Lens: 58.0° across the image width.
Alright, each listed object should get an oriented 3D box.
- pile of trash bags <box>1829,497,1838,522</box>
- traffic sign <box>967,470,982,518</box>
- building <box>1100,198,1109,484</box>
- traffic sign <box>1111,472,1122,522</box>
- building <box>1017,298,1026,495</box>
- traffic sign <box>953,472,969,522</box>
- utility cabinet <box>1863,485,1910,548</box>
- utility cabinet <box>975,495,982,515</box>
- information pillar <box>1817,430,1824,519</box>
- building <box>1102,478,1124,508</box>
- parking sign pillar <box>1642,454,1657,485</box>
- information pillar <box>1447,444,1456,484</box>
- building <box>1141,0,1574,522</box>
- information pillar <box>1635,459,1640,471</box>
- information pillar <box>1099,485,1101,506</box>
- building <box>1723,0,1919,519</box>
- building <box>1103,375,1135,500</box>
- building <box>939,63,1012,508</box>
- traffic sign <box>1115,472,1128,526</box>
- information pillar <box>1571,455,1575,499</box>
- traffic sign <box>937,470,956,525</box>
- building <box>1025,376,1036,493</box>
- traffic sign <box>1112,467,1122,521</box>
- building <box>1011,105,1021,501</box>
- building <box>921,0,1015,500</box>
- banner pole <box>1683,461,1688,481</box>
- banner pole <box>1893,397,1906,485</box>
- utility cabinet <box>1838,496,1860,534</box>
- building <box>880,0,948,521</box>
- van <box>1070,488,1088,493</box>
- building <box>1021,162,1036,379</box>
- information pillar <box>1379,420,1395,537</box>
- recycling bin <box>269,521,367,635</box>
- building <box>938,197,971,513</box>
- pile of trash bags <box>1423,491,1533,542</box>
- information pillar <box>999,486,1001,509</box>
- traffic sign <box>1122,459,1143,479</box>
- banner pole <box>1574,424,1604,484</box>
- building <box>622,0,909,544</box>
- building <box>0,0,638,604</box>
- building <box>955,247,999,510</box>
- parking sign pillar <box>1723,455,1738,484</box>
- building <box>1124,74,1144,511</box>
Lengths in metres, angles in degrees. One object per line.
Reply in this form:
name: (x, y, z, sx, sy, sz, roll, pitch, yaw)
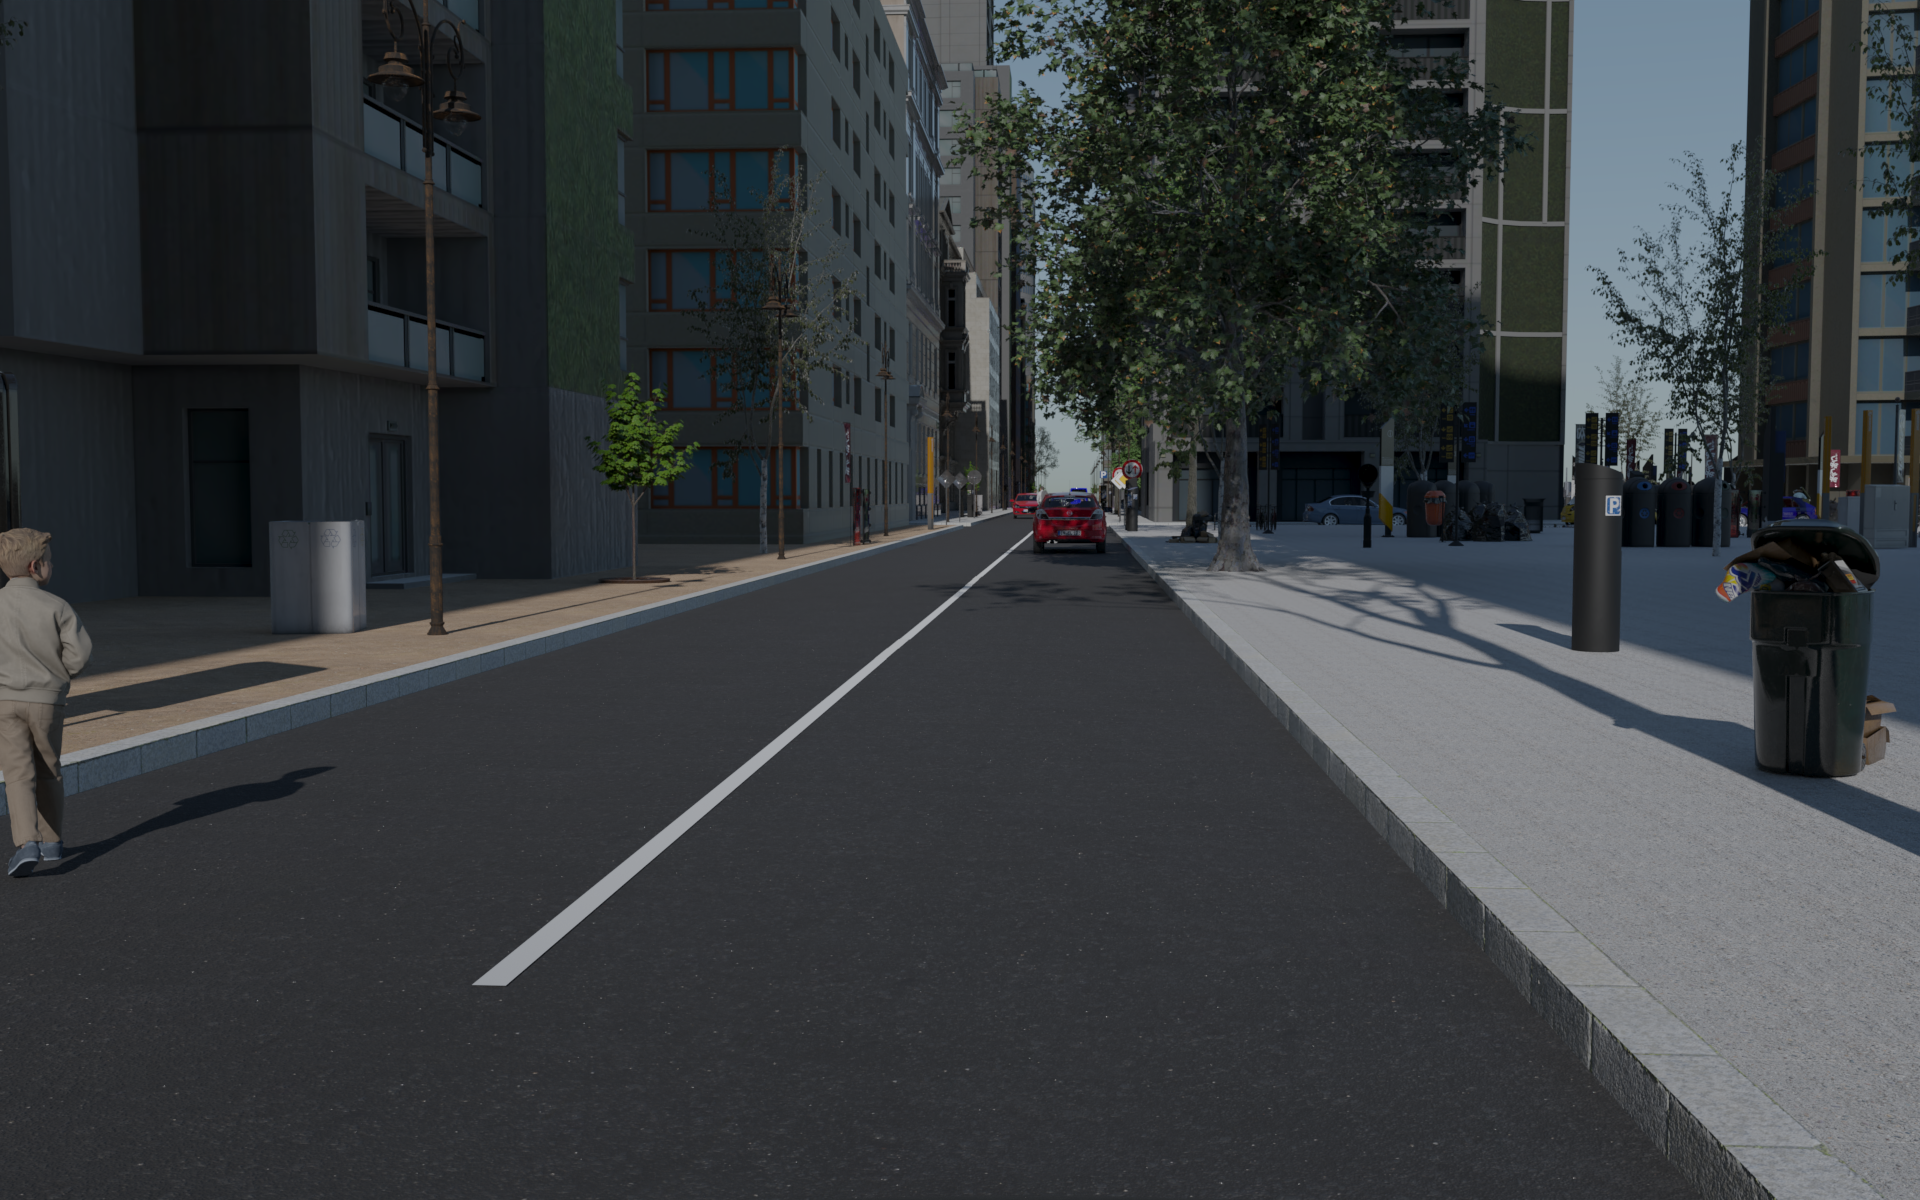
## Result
pile of trash bags: (33.076, -3.260, 63.048, 1.912, 1.369, 3.447, -1, 4, -23)
traffic sign: (0.753, -5.584, 91.411, 0.768, 2.556, 0.104, 1, 4, 9)
building: (37.859, -43.290, 297.033, 28.713, 52.752, 27.495, 0, 4, 4)
traffic sign: (7.218, -4.566, 78.299, 0.795, 2.450, 0.064, 0, 4, 4)
building: (2.119, -29.026, 246.270, 14.160, 30.474, 14.107, 0, 4, 4)
traffic sign: (-0.008, -4.597, 78.810, 0.795, 2.450, 0.064, 0, 4, 4)
utility cabinet: (21.713, -1.950, 40.564, 1.173, 1.500, 0.318, -2, 4, -25)
utility cabinet: (1.017, -5.824, 106.390, 0.306, 1.237, 1.020, -2, 4, -26)
information pillar: (29.658, -4.171, 59.551, 0.504, 3.616, 0.183, -3, 4, -36)
building: (31.957, -30.473, 190.108, 32.217, 40.220, 23.993, 0, 4, 4)
parking sign pillar: (46.773, -7.893, 117.518, 1.447, 3.967, 1.447, 0, 4, -4)
information pillar: (21.938, -5.241, 77.042, 0.504, 3.616, 0.183, 0, 4, -2)
building: (19.836, -39.629, 86.189, 20.611, 71.187, 20.563, 0, 4, 4)
information pillar: (45.339, -7.635, 116.187, 0.504, 3.616, 0.183, 2, 4, 28)
information pillar: (11.770, -8.566, 144.551, 0.304, 2.012, 0.304, -1, 4, -12)
building: (54.237, -26.408, 86.397, 28.867, 44.769, 22.147, 0, 4, 4)
building: (27.525, -34.526, 248.090, 14.154, 41.232, 14.086, 0, 4, 4)
building: (-2.498, -29.190, 160.857, 14.154, 41.232, 14.086, 0, 4, 4)
traffic sign: (6.674, -4.079, 70.332, 0.795, 2.450, 0.064, 0, 4, 4)
information pillar: (36.972, -6.891, 104.014, 0.504, 3.616, 0.183, 2, 4, 32)
traffic sign: (-0.552, -4.110, 70.844, 0.795, 2.450, 0.064, 0, 4, 4)
building: (-2.459, -25.892, 268.367, 27.650, 21.520, 28.899, 0, 4, 4)
traffic sign: (7.546, -4.985, 81.617, 0.768, 2.556, 0.104, 1, 4, 13)
building: (-0.304, -33.349, 195.371, 14.600, 45.320, 14.200, 0, 4, 4)
building: (-4.745, -45.212, 177.470, 20.563, 71.187, 20.611, 0, 4, 4)
banner pole: (47.898, -7.608, 114.403, 0.401, 3.779, 0.863, 3, 5, 41)
banner pole: (24.329, -3.357, 44.899, 0.863, 3.779, 0.401, -3, 5, -44)
utility cabinet: (24.301, -2.198, 47.097, 1.020, 1.237, 0.306, -2, 4, -29)
building: (-7.983, -18.586, 89.780, 13.634, 28.700, 20.117, 0, 4, 4)
van: (11.810, -10.300, 172.793, 2.240, 2.365, 5.245, 0, 4, 3)
building: (2.022, -46.126, 296.152, 21.231, 58.520, 28.212, 0, 4, 4)
information pillar: (12.633, -3.664, 51.269, 0.504, 3.616, 0.183, -2, 4, -27)
recycling bin: (-5.988, -0.222, 16.177, 0.722, 1.027, 0.722, -1, 4, -8)
building: (-6.594, -18.236, 117.241, 14.460, 24.649, 34.723, 0, 4, 4)
pile of trash bags: (13.847, -2.279, 47.021, 3.447, 1.369, 1.912, -2, 4, -35)
information pillar: (3.385, -9.051, 152.482, 0.304, 2.012, 0.304, 3, 5, 44)
traffic sign: (6.307, -3.880, 63.536, 0.768, 2.556, 0.104, 0, 4, 4)
banner pole: (19.668, -3.939, 54.414, 0.863, 3.779, 0.401, -1, 4, -11)
building: (-17.464, -13.037, 58.194, 28.899, 21.520, 27.650, 0, 4, 4)
building: (-13.266, -20.796, 23.613, 14.154, 41.232, 14.086, 0, 4, 4)
building: (-2.349, -17.623, 142.888, 10.420, 20.320, 16.860, 0, 4, 4)
parking sign pillar: (48.038, -7.270, 107.338, 1.447, 3.967, 1.447, -3, 5, -40)
building: (23.762, -29.485, 136.706, 22.147, 44.769, 28.867, 0, 4, 4)
